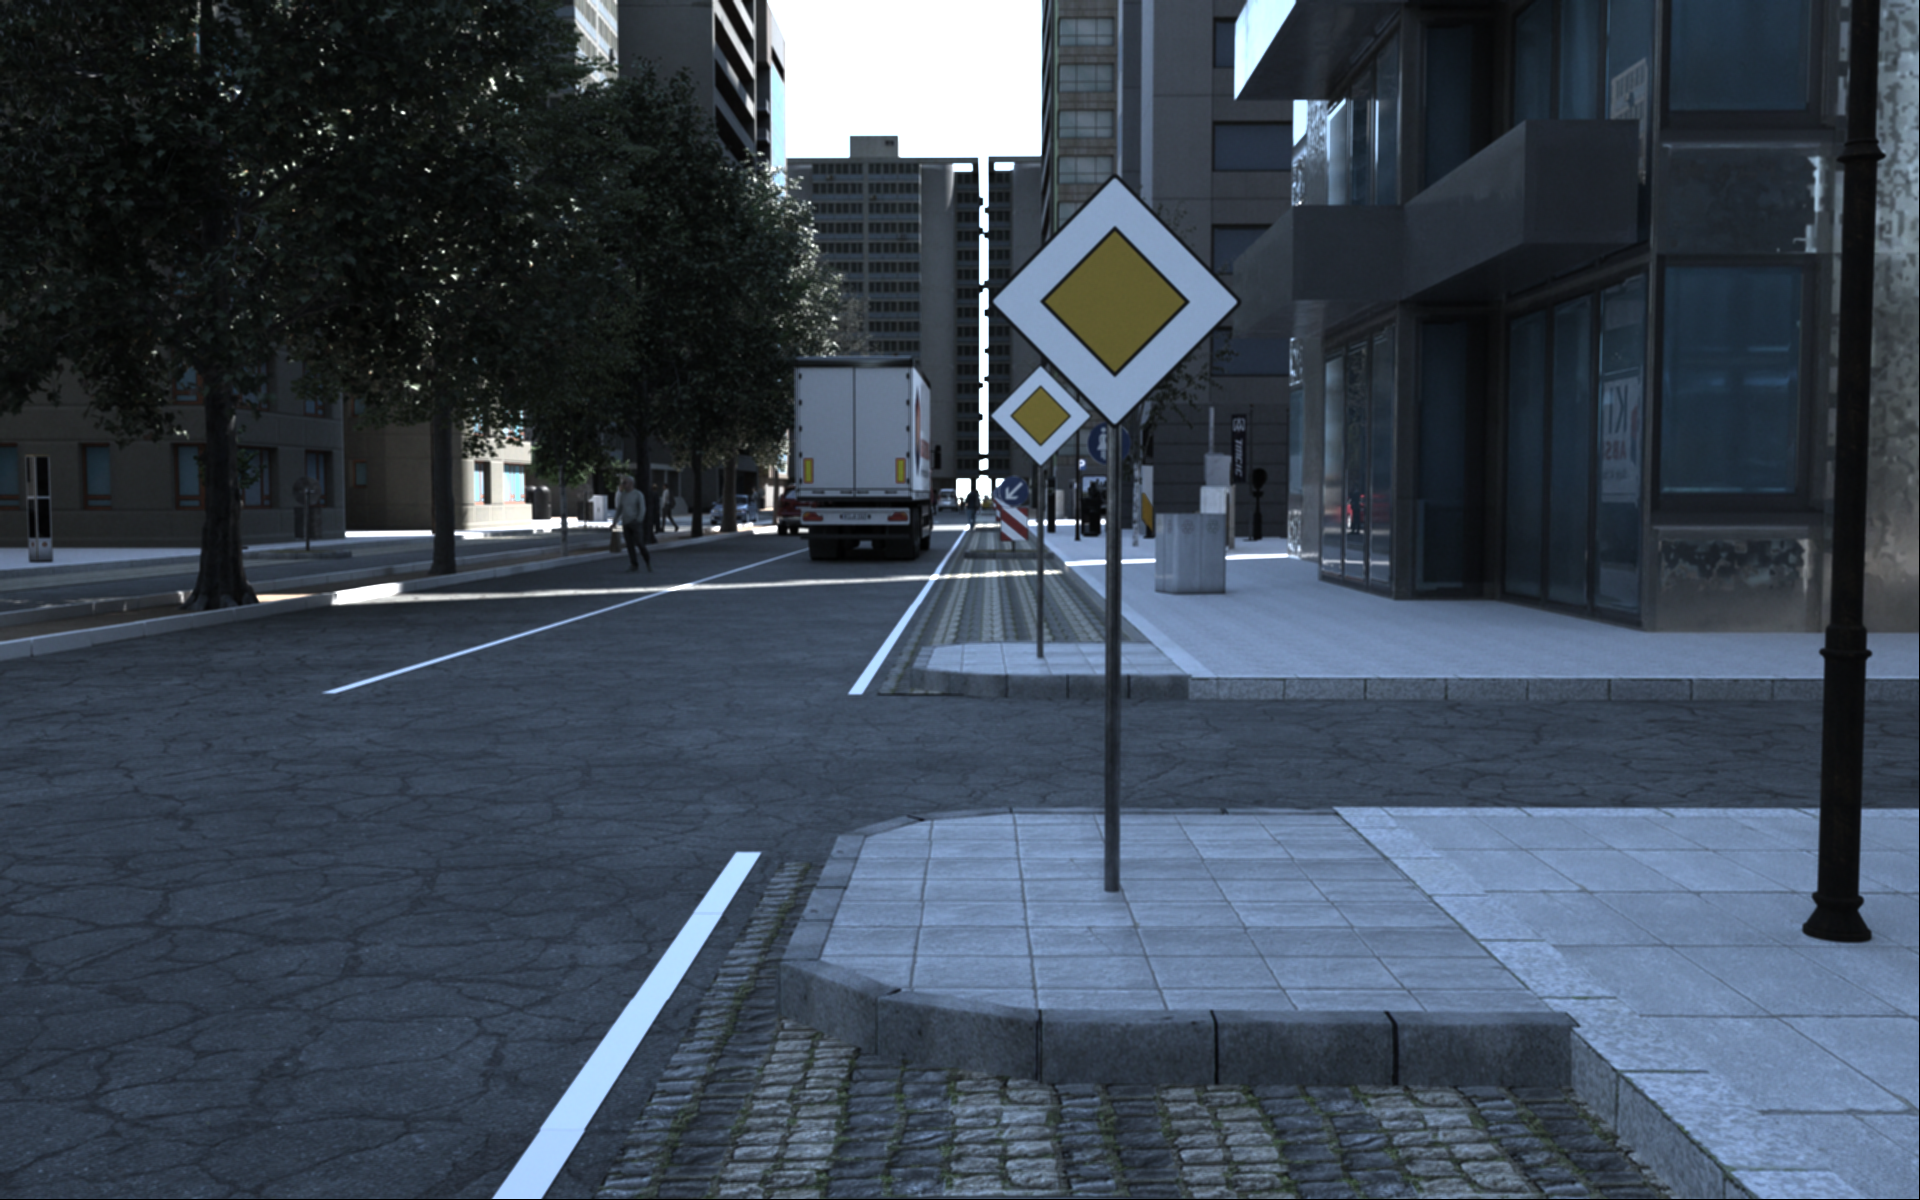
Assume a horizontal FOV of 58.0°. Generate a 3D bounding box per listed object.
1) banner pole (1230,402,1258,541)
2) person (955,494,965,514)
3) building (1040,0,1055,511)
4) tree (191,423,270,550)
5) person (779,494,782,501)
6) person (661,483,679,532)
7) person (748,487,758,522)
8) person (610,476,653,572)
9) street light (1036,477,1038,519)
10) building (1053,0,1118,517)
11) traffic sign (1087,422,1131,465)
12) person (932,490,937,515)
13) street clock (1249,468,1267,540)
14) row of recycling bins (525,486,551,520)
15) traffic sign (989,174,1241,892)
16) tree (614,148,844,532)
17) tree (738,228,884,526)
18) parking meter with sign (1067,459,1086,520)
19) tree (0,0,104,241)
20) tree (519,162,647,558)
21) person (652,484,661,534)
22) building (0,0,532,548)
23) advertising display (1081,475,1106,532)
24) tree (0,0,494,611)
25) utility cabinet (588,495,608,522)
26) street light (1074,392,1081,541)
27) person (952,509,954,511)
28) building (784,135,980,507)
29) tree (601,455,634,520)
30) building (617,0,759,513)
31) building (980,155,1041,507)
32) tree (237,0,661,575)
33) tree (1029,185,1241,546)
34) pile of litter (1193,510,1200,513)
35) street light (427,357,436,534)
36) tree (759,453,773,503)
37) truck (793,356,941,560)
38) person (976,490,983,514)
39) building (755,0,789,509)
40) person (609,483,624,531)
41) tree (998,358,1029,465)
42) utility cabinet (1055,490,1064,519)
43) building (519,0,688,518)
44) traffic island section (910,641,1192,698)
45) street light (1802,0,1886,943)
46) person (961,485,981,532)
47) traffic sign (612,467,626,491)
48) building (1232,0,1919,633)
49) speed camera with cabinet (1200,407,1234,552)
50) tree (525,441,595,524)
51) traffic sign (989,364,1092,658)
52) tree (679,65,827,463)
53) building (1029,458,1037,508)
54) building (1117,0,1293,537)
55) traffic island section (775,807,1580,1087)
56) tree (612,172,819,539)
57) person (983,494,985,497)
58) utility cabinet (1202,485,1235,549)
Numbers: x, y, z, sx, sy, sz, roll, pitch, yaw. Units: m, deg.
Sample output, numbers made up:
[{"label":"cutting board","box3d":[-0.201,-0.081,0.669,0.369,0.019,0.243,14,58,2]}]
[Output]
[{"label":"banner pole","box3d":[7.791,-3.520,47.568,0.863,3.779,0.401,3,5,39]},{"label":"person","box3d":[0.142,-6.968,125.681,1.065,1.426,0.557,0,4,0]},{"label":"building","box3d":[16.619,-30.425,121.157,21.300,48.544,21.600,0,4,1]},{"label":"tree","box3d":[-17.092,-2.782,40.092,1.663,3.219,1.824,0,3,0]},{"label":"person","box3d":[-11.812,-6.274,114.272,0.628,1.438,0.799,-3,5,-39]},{"label":"person","box3d":[-10.982,-3.458,65.143,0.850,1.850,0.679,1,4,14]},{"label":"person","box3d":[-10.498,-4.812,87.454,0.573,1.790,0.520,0,4,-7]},{"label":"person","box3d":[-6.092,-1.403,31.920,0.782,1.767,0.515,2,4,26]},{"label":"street light","box3d":[3.937,-7.022,87.595,0.468,5.910,1.993,0,4,1]},{"label":"building","box3d":[12.581,-25.664,103.208,14.154,41.232,14.086,0,4,1]},{"label":"traffic sign","box3d":[2.625,-1.864,30.583,0.768,2.556,0.104,0,4,8]},{"label":"person","box3d":[-1.826,-6.708,118.853,0.721,1.739,1.217,0,4,5]},{"label":"street clock","box3d":[8.384,-2.703,48.756,0.471,2.002,0.358,-1,4,-17]},{"label":"row of recycling bins","box3d":[-21.554,-4.855,86.486,1.069,1.692,3.534,-3,5,-42]},{"label":"traffic sign","box3d":[0.489,-0.116,5.542,0.795,2.450,0.064,0,4,1]},{"label":"tree","box3d":[-8.717,-9.527,64.880,9.857,13.997,8.962,0,3,0]},{"label":"tree","box3d":[-8.153,-10.014,76.555,12.009,13.543,11.850,0,3,0]},{"label":"parking meter with sign","box3d":[5.821,-5.564,87.239,0.543,3.016,1.738,-1,4,-14]},{"label":"tree","box3d":[-9.567,-3.766,14.400,4.360,8.622,3.978,0,3,0]},{"label":"tree","box3d":[-8.692,-5.192,37.713,4.737,8.622,4.395,0,3,0]},{"label":"person","box3d":[-10.509,-3.095,59.526,0.576,1.772,0.534,2,4,24]},{"label":"building","box3d":[-31.371,-12.854,55.201,27.650,21.520,28.899,0,4,1]},{"label":"advertising display","box3d":[4.556,-3.260,58.522,0.974,1.923,0.123,2,4,30]},{"label":"tree","box3d":[-9.184,-6.231,21.343,9.611,12.733,9.660,0,3,0]},{"label":"utility cabinet","box3d":[-16.912,-4.264,80.876,1.020,1.237,0.306,2,4,34]},{"label":"street light","box3d":[3.239,-4.573,47.564,0.468,5.910,1.993,0,4,1]},{"label":"person","box3d":[-0.557,-8.386,148.849,0.421,1.427,0.697,2,4,35]},{"label":"building","box3d":[-9.403,-30.468,190.036,23.993,40.220,32.217,0,4,1]},{"label":"tree","box3d":[-16.923,-5.556,85.446,1.663,3.219,1.824,0,3,0]},{"label":"building","box3d":[-26.590,-30.600,124.010,21.300,48.544,21.600,0,4,1]},{"label":"building","box3d":[14.577,-30.411,189.104,23.993,40.220,32.217,0,4,1]},{"label":"tree","box3d":[-9.282,-6.745,30.872,7.486,12.596,7.792,0,3,0]},{"label":"tree","box3d":[4.534,-5.629,42.390,4.360,8.622,3.978,0,3,0]},{"label":"pile of litter","box3d":[6.184,-1.919,45.346,1.719,0.858,1.176,2,4,31]},{"label":"street light","box3d":[-16.756,-5.027,54.976,0.468,5.910,1.993,0,4,1]},{"label":"tree","box3d":[-16.451,-11.887,144.708,4.737,8.622,4.395,0,3,0]},{"label":"truck","box3d":[-2.020,-3.182,40.933,2.839,4.237,11.283,0,4,1]},{"label":"person","box3d":[1.167,-6.863,121.498,1.217,1.735,0.721,-3,5,-42]},{"label":"building","box3d":[-23.375,-30.913,155.539,14.200,45.320,14.600,0,4,1]},{"label":"person","box3d":[-12.783,-3.472,65.142,0.818,1.842,0.514,1,4,9]},{"label":"tree","box3d":[4.327,-8.615,91.219,4.360,8.622,3.978,0,3,0]},{"label":"utility cabinet","box3d":[4.786,-4.767,86.625,0.318,1.500,1.173,2,4,35]},{"label":"building","box3d":[-33.288,-25.010,100.802,32.217,40.220,23.993,0,4,1]},{"label":"traffic island section","box3d":[0.650,0.531,13.603,2.009,0.180,2.903,0,4,1]},{"label":"street light","box3d":[2.552,-1.962,4.862,0.468,5.910,1.993,0,4,1]},{"label":"person","box3d":[0.452,-3.413,64.655,0.623,1.781,0.721,-3,5,-41]},{"label":"traffic sign","box3d":[-15.962,-4.942,80.911,0.768,2.556,0.104,1,4,9]},{"label":"building","box3d":[19.263,-24.724,23.841,30.456,49.044,23.786,0,4,1]},{"label":"speed camera with cabinet","box3d":[5.745,-2.715,38.720,0.660,3.252,2.038,1,4,13]},{"label":"tree","box3d":[-17.351,-5.647,76.036,4.285,4.588,4.351,0,3,0]},{"label":"traffic sign","box3d":[0.626,-0.604,13.526,0.795,2.450,0.064,0,4,1]},{"label":"tree","box3d":[-8.276,-7.683,45.084,9.611,12.733,9.660,0,3,0]},{"label":"building","box3d":[17.490,-50.983,146.238,22.319,86.520,31.000,0,4,1]},{"label":"building","box3d":[16.399,-31.907,63.681,21.231,58.520,28.212,0,4,1]},{"label":"traffic island section","box3d":[0.512,1.019,5.619,2.009,0.180,2.903,0,4,1]},{"label":"tree","box3d":[-8.318,-7.753,54.970,9.928,11.665,9.643,0,3,0]},{"label":"person","box3d":[2.346,-8.706,154.025,0.799,1.438,0.628,0,4,6]},{"label":"utility cabinet","box3d":[6.034,-1.952,40.586,0.318,1.500,1.173,-1,4,-18]}]
